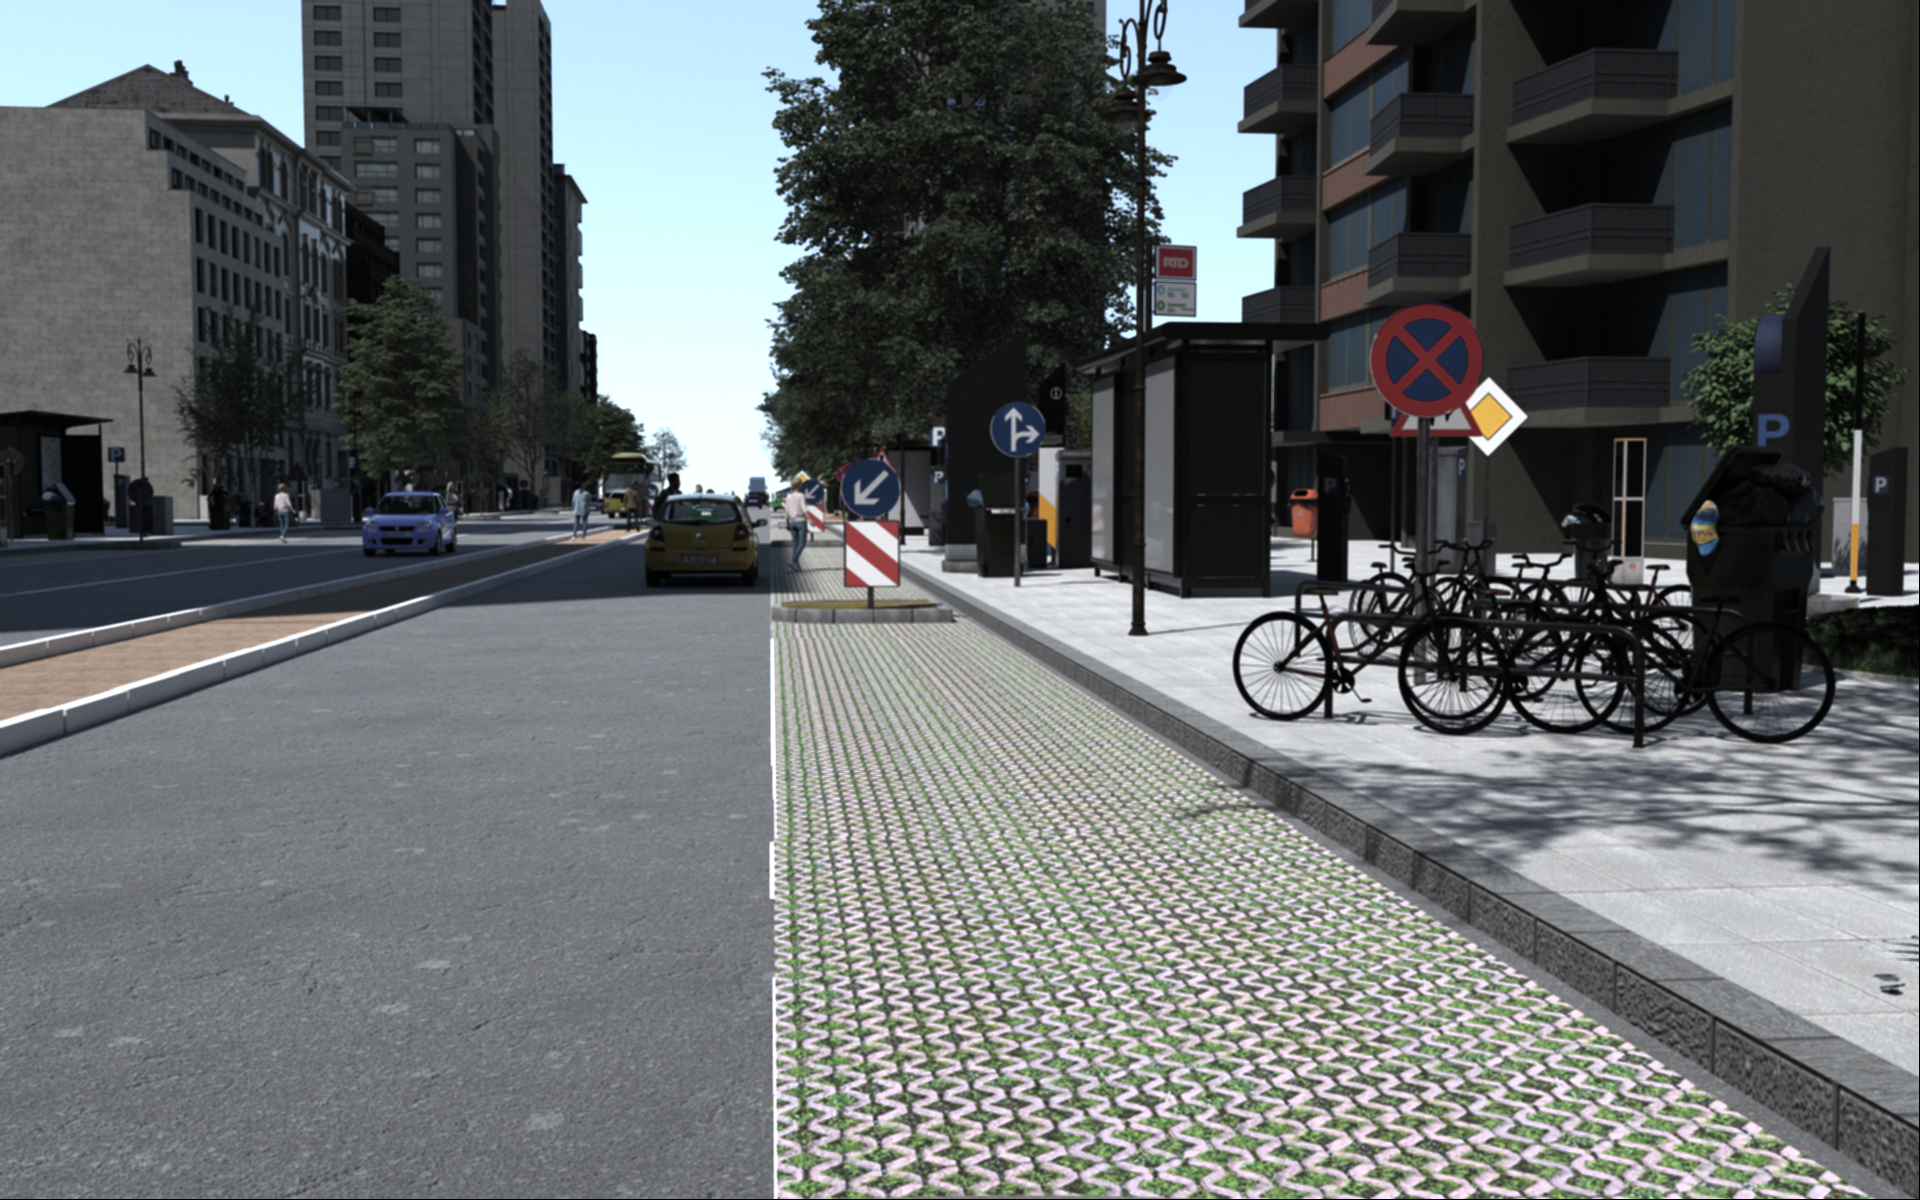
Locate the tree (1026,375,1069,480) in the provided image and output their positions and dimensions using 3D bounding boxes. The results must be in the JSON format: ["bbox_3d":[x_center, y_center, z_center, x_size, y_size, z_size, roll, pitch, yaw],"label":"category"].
[{"bbox_3d":[3.186,-8.582,90.672,4.360,8.622,3.978,0,3,0],"label":"tree"}]

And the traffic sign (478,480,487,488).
[{"bbox_3d":[-33.848,-7.381,122.808,0.606,2.300,0.079,0,4,-2],"label":"traffic sign"}]

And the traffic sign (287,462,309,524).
[{"bbox_3d":[-26.511,-4.241,69.342,0.884,2.594,0.081,0,4,-1],"label":"traffic sign"}]

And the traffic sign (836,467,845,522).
[{"bbox_3d":[-5.288,-4.828,79.038,0.768,2.556,0.104,0,4,-2],"label":"traffic sign"}]

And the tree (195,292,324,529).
[{"bbox_3d":[-25.910,-6.929,63.659,4.737,8.622,4.395,0,3,0],"label":"tree"}]

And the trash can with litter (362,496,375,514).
[{"bbox_3d":[-38.155,-6.153,111.992,0.624,1.170,1.055,3,5,40],"label":"trash can with litter"}]

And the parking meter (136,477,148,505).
[{"bbox_3d":[-28.201,-3.302,59.694,0.399,1.863,0.255,0,4,0],"label":"parking meter"}]

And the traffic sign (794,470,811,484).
[{"bbox_3d":[-6.517,-4.153,71.550,0.795,2.450,0.064,0,4,-6],"label":"traffic sign"}]

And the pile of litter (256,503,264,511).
[{"bbox_3d":[-35.798,-4.555,88.444,1.719,0.858,1.176,1,4,20],"label":"pile of litter"}]

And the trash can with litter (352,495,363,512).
[{"bbox_3d":[-36.241,-5.621,102.956,1.678,1.210,2.233,-1,4,-12],"label":"trash can with litter"}]

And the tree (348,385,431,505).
[{"bbox_3d":[-38.543,-10.160,116.485,4.360,8.622,3.978,0,3,0],"label":"tree"}]

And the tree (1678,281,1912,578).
[{"bbox_3d":[12.932,-2.641,26.899,4.285,4.588,4.351,0,3,0],"label":"tree"}]

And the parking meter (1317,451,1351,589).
[{"bbox_3d":[5.068,-1.086,23.465,0.399,1.863,0.255,2,4,32],"label":"parking meter"}]

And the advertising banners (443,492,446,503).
[{"bbox_3d":[-31.774,-6.783,107.097,0.090,3.025,2.074,-1,4,-9],"label":"advertising banners"}]

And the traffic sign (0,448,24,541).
[{"bbox_3d":[-26.127,-2.907,47.628,0.768,2.556,0.104,0,4,0],"label":"traffic sign"}]

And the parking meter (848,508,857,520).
[{"bbox_3d":[-4.322,-3.894,69.383,0.255,1.863,0.399,-2,4,-29],"label":"parking meter"}]

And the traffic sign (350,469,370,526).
[{"bbox_3d":[-24.109,-4.037,69.653,0.795,2.450,0.064,0,4,-6],"label":"traffic sign"}]

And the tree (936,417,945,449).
[{"bbox_3d":[-0.960,-11.968,146.039,4.737,8.622,4.395,0,3,0],"label":"tree"}]

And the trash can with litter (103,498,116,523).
[{"bbox_3d":[-38.387,-4.074,78.004,1.055,1.170,0.624,1,4,18],"label":"trash can with litter"}]

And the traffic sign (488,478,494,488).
[{"bbox_3d":[-35.544,-8.015,131.148,0.768,2.556,0.104,0,4,3],"label":"traffic sign"}]

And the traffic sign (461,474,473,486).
[{"bbox_3d":[-30.835,-6.622,108.379,0.768,2.556,0.104,0,4,-2],"label":"traffic sign"}]

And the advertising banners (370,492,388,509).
[{"bbox_3d":[-40.945,-7.775,123.314,2.074,3.025,0.090,-3,4,-38],"label":"advertising banners"}]

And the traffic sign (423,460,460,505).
[{"bbox_3d":[-31.068,-6.720,103.750,2.265,3.308,0.079,0,4,3],"label":"traffic sign"}]

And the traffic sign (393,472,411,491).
[{"bbox_3d":[-24.977,-4.523,77.591,0.795,2.450,0.064,0,4,-6],"label":"traffic sign"}]

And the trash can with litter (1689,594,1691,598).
[{"bbox_3d":[9.842,-0.638,21.486,1.678,1.210,2.233,0,4,-1],"label":"trash can with litter"}]

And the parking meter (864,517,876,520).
[{"bbox_3d":[-2.852,-2.830,54.688,0.372,1.533,0.369,0,3,0],"label":"parking meter"}]

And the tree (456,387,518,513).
[{"bbox_3d":[-32.100,-10.305,118.843,4.737,8.622,4.395,0,3,0],"label":"tree"}]

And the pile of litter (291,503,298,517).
[{"bbox_3d":[-36.725,-5.002,95.755,1.176,0.858,1.719,-1,4,-12],"label":"pile of litter"}]

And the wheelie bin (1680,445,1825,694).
[{"bbox_3d":[5.226,-0.213,11.397,0.980,1.594,0.693,-3,4,-38],"label":"wheelie bin"}]

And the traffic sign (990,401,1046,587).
[{"bbox_3d":[0.796,-1.455,23.903,0.768,2.556,0.104,0,4,-5],"label":"traffic sign"}]

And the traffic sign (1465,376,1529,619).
[{"bbox_3d":[5.164,-0.968,17.007,0.795,2.450,0.064,0,4,1],"label":"traffic sign"}]

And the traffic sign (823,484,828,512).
[{"bbox_3d":[-9.453,-7.519,122.945,0.884,2.594,0.081,0,4,-2],"label":"traffic sign"}]

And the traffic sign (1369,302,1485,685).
[{"bbox_3d":[3.095,-0.702,11.580,0.768,2.556,0.104,0,4,-1],"label":"traffic sign"}]

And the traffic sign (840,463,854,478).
[{"bbox_3d":[-4.449,-4.277,70.040,0.768,2.556,0.104,0,4,-3],"label":"traffic sign"}]

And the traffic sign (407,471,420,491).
[{"bbox_3d":[-30.255,-5.855,95.827,0.768,2.556,0.104,0,4,-2],"label":"traffic sign"}]

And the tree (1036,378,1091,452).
[{"bbox_3d":[7.260,-9.497,105.646,4.737,8.622,4.395,0,3,0],"label":"tree"}]

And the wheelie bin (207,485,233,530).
[{"bbox_3d":[-26.472,-3.308,62.000,0.693,1.594,0.980,0,4,0],"label":"wheelie bin"}]

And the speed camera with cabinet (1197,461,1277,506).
[{"bbox_3d":[7.353,-3.159,45.983,2.038,3.252,0.660,-1,4,-14],"label":"speed camera with cabinet"}]

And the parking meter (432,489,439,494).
[{"bbox_3d":[-28.605,-5.261,94.435,0.372,1.533,0.369,0,3,0],"label":"parking meter"}]

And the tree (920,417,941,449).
[{"bbox_3d":[-3.393,-10.552,122.881,4.360,8.622,3.978,0,3,0],"label":"tree"}]

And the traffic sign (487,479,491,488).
[{"bbox_3d":[-33.817,-7.506,123.901,0.795,2.450,0.064,0,4,-3],"label":"traffic sign"}]

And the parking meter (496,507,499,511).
[{"bbox_3d":[-34.334,-7.364,128.804,0.372,1.533,0.369,0,3,0],"label":"parking meter"}]

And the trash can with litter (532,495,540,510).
[{"bbox_3d":[-35.556,-8.151,144.655,0.624,1.170,1.055,-1,4,-19],"label":"trash can with litter"}]

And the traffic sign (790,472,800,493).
[{"bbox_3d":[-7.385,-4.639,79.488,0.795,2.450,0.064,0,4,-6],"label":"traffic sign"}]

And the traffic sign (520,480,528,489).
[{"bbox_3d":[-38.150,-9.263,151.551,0.768,2.556,0.104,0,4,-3],"label":"traffic sign"}]

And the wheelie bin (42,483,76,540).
[{"bbox_3d":[-25.099,-2.466,48.226,0.693,1.594,0.980,0,4,-5],"label":"wheelie bin"}]

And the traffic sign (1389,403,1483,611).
[{"bbox_3d":[4.413,-0.986,16.132,0.884,2.594,0.081,0,4,-5],"label":"traffic sign"}]

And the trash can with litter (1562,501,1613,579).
[{"bbox_3d":[9.647,-0.905,26.182,1.055,1.170,0.624,-3,4,-36],"label":"trash can with litter"}]

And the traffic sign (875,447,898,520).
[{"bbox_3d":[-2.154,-2.920,47.738,0.884,2.594,0.081,0,4,2],"label":"traffic sign"}]

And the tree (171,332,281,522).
[{"bbox_3d":[-32.863,-7.803,77.934,4.360,8.622,3.978,0,3,0],"label":"tree"}]

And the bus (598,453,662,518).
[{"bbox_3d":[-20.174,-7.062,107.017,2.896,3.916,12.252,0,4,-5],"label":"bus"}]

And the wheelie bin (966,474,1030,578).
[{"bbox_3d":[0.563,-1.155,26.789,0.980,1.594,0.693,-1,4,-15],"label":"wheelie bin"}]

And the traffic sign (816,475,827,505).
[{"bbox_3d":[-8.145,-6.276,102.713,0.768,2.556,0.104,0,4,-5],"label":"traffic sign"}]

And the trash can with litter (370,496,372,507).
[{"bbox_3d":[-42.034,-6.974,125.084,2.233,1.210,1.678,1,4,14],"label":"trash can with litter"}]

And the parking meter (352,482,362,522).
[{"bbox_3d":[-27.464,-4.479,78.949,0.399,1.863,0.255,3,4,36],"label":"parking meter"}]

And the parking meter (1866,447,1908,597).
[{"bbox_3d":[11.661,-0.985,21.810,0.255,1.863,0.399,-1,4,-21],"label":"parking meter"}]
